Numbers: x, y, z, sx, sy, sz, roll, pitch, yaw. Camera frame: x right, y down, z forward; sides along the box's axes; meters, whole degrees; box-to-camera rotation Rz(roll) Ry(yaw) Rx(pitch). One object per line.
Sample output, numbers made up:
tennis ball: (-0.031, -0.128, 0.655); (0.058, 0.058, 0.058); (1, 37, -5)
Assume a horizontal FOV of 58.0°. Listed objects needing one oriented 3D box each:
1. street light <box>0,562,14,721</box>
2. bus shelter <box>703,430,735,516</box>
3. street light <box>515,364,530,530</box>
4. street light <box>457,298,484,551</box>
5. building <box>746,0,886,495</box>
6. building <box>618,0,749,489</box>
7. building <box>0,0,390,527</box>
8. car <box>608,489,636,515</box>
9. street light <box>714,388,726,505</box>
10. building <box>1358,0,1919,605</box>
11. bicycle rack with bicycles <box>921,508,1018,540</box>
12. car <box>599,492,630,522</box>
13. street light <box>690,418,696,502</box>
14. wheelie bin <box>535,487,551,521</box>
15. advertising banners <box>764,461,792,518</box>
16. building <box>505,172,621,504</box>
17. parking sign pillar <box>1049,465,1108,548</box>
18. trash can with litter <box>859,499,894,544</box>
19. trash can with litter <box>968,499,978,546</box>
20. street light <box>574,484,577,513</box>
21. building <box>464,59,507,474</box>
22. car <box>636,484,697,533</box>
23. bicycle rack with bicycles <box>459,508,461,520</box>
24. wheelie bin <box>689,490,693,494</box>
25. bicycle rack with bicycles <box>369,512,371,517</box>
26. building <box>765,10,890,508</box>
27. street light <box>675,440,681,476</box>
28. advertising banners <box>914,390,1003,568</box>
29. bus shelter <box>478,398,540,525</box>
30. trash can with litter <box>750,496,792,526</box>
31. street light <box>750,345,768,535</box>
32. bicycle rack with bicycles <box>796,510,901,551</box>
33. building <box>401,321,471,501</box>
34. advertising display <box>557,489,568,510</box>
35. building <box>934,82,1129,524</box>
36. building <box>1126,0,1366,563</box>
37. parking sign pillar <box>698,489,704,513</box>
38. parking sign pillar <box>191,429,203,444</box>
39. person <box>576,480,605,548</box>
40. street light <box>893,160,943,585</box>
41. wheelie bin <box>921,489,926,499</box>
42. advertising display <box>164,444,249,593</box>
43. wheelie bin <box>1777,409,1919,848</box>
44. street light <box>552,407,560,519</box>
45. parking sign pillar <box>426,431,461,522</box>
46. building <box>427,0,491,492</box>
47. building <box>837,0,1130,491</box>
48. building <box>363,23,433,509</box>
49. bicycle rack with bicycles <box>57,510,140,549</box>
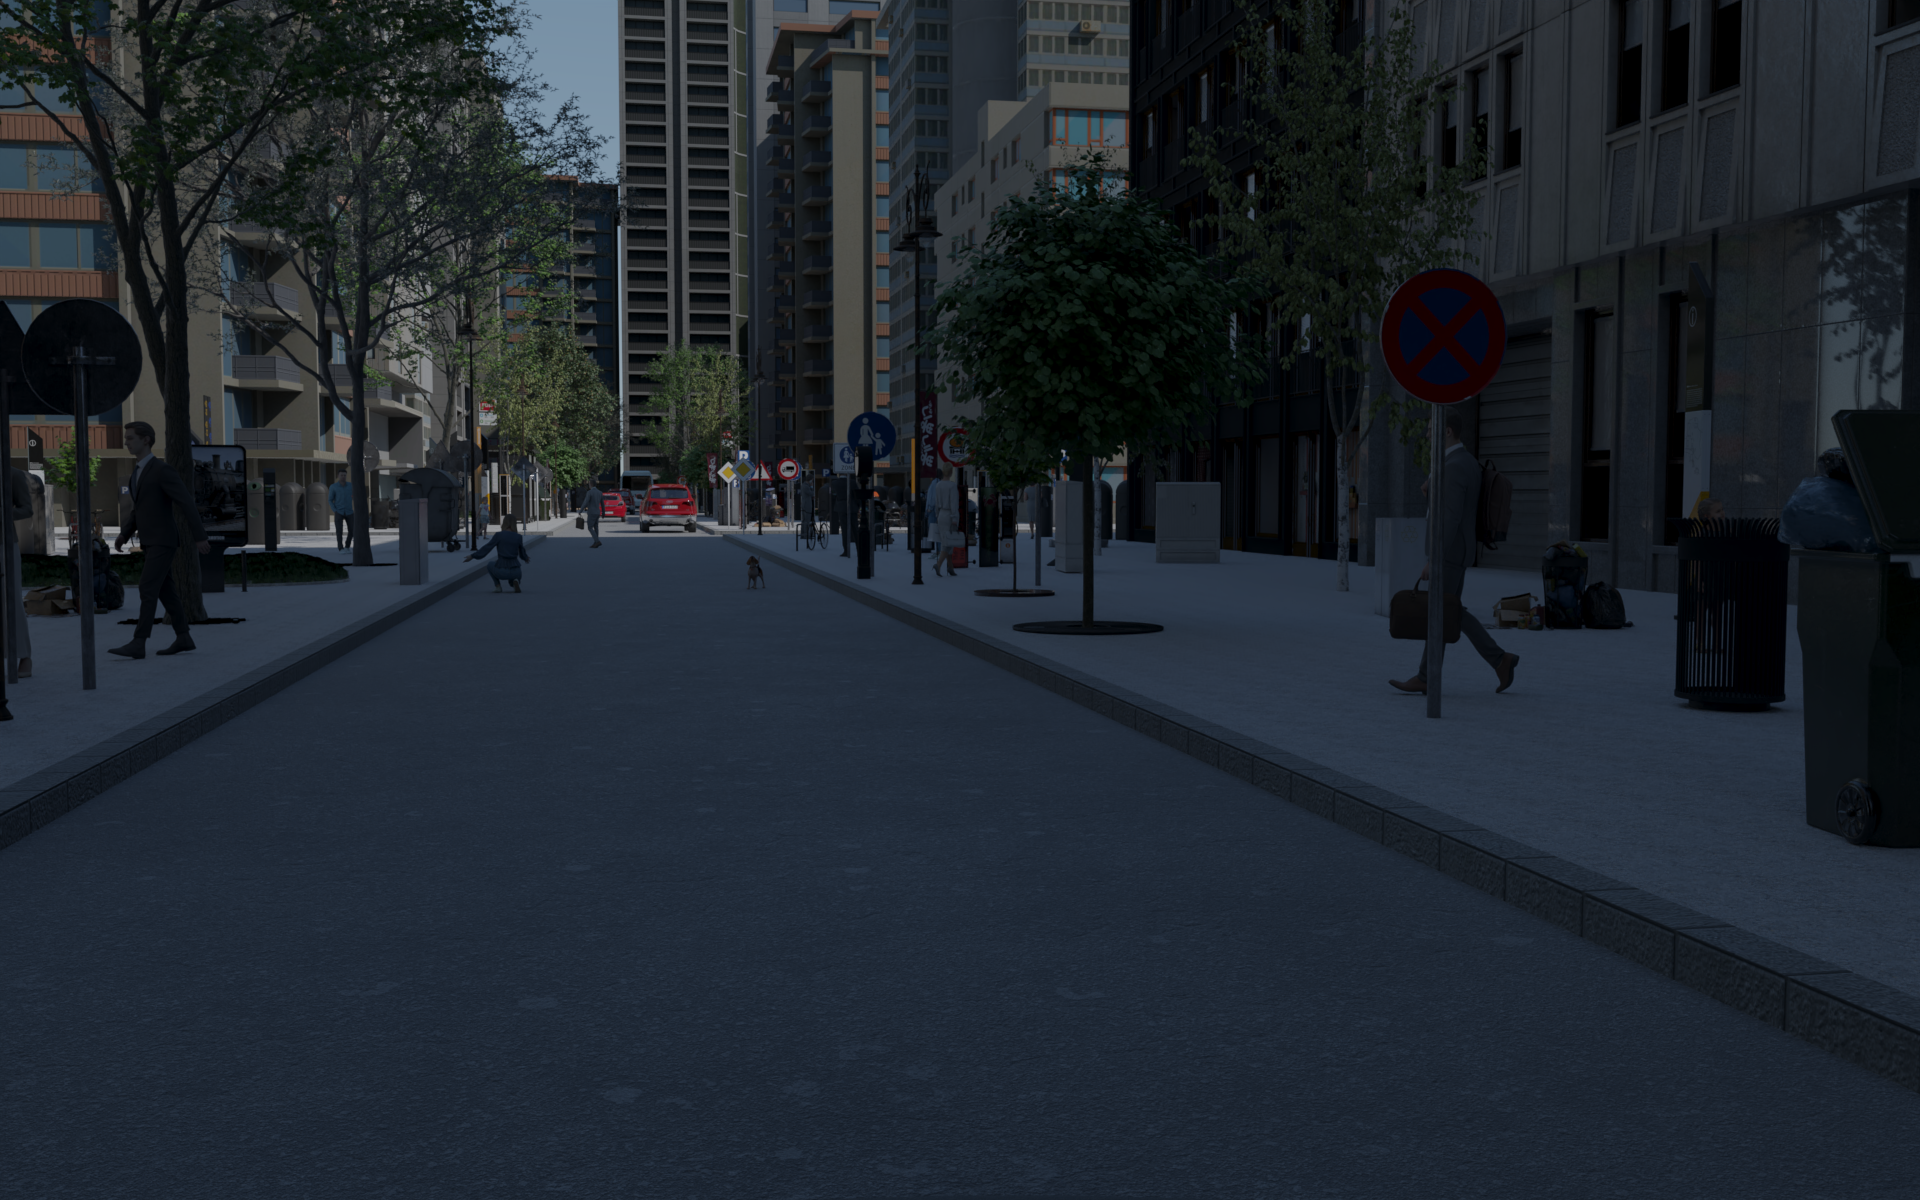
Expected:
street light: (-5.473, -2.255, 9.651); (0.468, 5.910, 1.993); (-1, 4, -11)
bus shelter: (-14.816, -7.855, 106.056); (2.179, 5.291, 8.768); (-1, 4, -11)
street light: (-15.374, -5.394, 60.980); (0.468, 5.910, 1.993); (-1, 4, -11)
street light: (-11.003, -4.052, 39.046); (0.468, 5.910, 1.993); (-1, 4, -11)
building: (-12.845, -39.677, 190.719); (21.231, 58.520, 28.212); (-1, 4, -11)
building: (-35.798, -48.808, 236.267); (20.611, 71.187, 20.563); (-1, 4, -11)
building: (-38.416, -25.921, 78.428); (22.147, 44.769, 28.867); (-1, 4, -11)
car: (-23.703, -6.849, 120.659); (2.281, 1.827, 5.304); (-1, 4, -9)
street light: (-10.449, -6.291, 75.639); (0.468, 5.910, 1.993); (-1, 4, -11)
building: (14.895, -12.454, 21.639); (12.078, 24.808, 19.932); (-1, 4, -11)
bicycle rack with bicycles: (0.370, -2.117, 47.994); (2.925, 0.926, 2.852); (-2, 4, -32)
car: (-18.036, -4.876, 88.770); (2.155, 1.783, 4.494); (-1, 4, -10)
street light: (-16.137, -8.087, 105.004); (0.468, 5.910, 1.993); (-1, 4, -11)
wheelie bin: (-20.000, -4.570, 82.627); (0.693, 1.594, 0.980); (3, 4, 37)
advertising banners: (-9.683, -5.958, 93.606); (2.074, 3.025, 0.090); (-3, 4, -37)
building: (-60.317, -35.410, 233.581); (28.867, 44.769, 22.147); (-1, 4, -11)
parking sign pillar: (2.865, -3.261, 41.792); (1.447, 3.967, 1.447); (0, 4, 6)
trash can with litter: (-2.101, -2.001, 44.099); (0.624, 1.170, 1.055); (1, 4, 22)
trash can with litter: (0.246, -1.934, 43.010); (0.624, 1.170, 1.055); (-1, 4, -11)
street light: (-26.721, -9.020, 120.265); (0.468, 5.910, 1.993); (-1, 4, -11)
building: (-60.246, -34.385, 185.902); (21.600, 48.544, 21.300); (-1, 4, -11)
car: (-11.094, -3.483, 65.626); (2.281, 1.827, 5.304); (-1, 4, -12)
bicycle rack with bicycles: (-25.525, -4.317, 83.958); (2.925, 0.926, 2.852); (-1, 4, -15)
wheelie bin: (-20.273, -7.454, 129.786); (0.693, 1.594, 0.980); (2, 4, 35)
bicycle rack with bicycles: (-25.669, -4.053, 79.653); (2.925, 0.926, 2.852); (-1, 4, -21)
building: (-6.666, -31.101, 163.125); (22.147, 44.769, 28.867); (-1, 4, -11)
street light: (-21.948, -9.918, 134.954); (0.468, 5.910, 1.993); (-1, 4, -11)
advertising banners: (-0.017, -2.059, 29.855); (2.074, 3.025, 0.090); (-3, 5, -43)
bus shelter: (-19.591, -5.984, 75.469); (2.179, 5.291, 8.768); (-1, 4, -11)
trash can with litter: (-8.009, -3.984, 76.190); (1.678, 1.210, 2.233); (1, 4, 10)
street light: (-6.237, -4.958, 53.844); (0.468, 5.910, 1.993); (-1, 4, -11)
bicycle rack with bicycles: (-2.601, -1.621, 39.886); (2.852, 0.926, 2.925); (0, 4, 4)
building: (-56.905, -27.494, 141.413); (32.217, 40.220, 23.993); (-1, 4, -11)
advertising display: (-29.891, -7.620, 129.793); (0.974, 1.923, 0.123); (-3, 4, -36)
building: (15.325, -14.936, 89.238); (28.899, 21.520, 27.650); (-1, 4, -11)
building: (12.039, -12.840, 39.610); (12.332, 23.373, 15.834); (-1, 4, -11)
parking sign pillar: (-17.549, -8.034, 119.829); (1.447, 3.967, 1.447); (1, 4, 11)
parking sign pillar: (-26.819, -4.382, 60.119); (1.447, 3.967, 1.447); (2, 4, 32)
person: (-9.785, -2.294, 46.121); (0.853, 1.813, 0.709); (2, 4, 31)
street light: (-0.599, -3.158, 24.421); (0.468, 5.910, 1.993); (-1, 4, -11)
wheelie bin: (-2.132, -5.699, 101.085); (0.693, 1.594, 0.980); (1, 4, 10)
advertising display: (-9.771, -1.056, 22.483); (0.974, 1.923, 0.123); (-2, 4, -30)
wheelie bin: (3.534, 0.087, 6.492); (0.980, 1.594, 0.693); (0, 4, -3)
street light: (-21.091, -7.190, 90.339); (0.468, 5.910, 1.993); (-1, 4, -11)
parking sign pillar: (-22.077, -5.224, 73.889); (1.447, 3.967, 1.447); (-1, 4, -10)
building: (-55.390, -44.365, 163.622); (20.563, 71.187, 20.611); (-1, 4, -11)
building: (8.194, -26.044, 117.703); (32.217, 40.220, 23.993); (-1, 4, -11)
building: (-49.767, -32.021, 112.781); (28.713, 52.752, 27.495); (-1, 4, -11)
bicycle rack with bicycles: (-19.596, -1.634, 40.094); (2.852, 0.926, 2.925); (-1, 4, -12)
